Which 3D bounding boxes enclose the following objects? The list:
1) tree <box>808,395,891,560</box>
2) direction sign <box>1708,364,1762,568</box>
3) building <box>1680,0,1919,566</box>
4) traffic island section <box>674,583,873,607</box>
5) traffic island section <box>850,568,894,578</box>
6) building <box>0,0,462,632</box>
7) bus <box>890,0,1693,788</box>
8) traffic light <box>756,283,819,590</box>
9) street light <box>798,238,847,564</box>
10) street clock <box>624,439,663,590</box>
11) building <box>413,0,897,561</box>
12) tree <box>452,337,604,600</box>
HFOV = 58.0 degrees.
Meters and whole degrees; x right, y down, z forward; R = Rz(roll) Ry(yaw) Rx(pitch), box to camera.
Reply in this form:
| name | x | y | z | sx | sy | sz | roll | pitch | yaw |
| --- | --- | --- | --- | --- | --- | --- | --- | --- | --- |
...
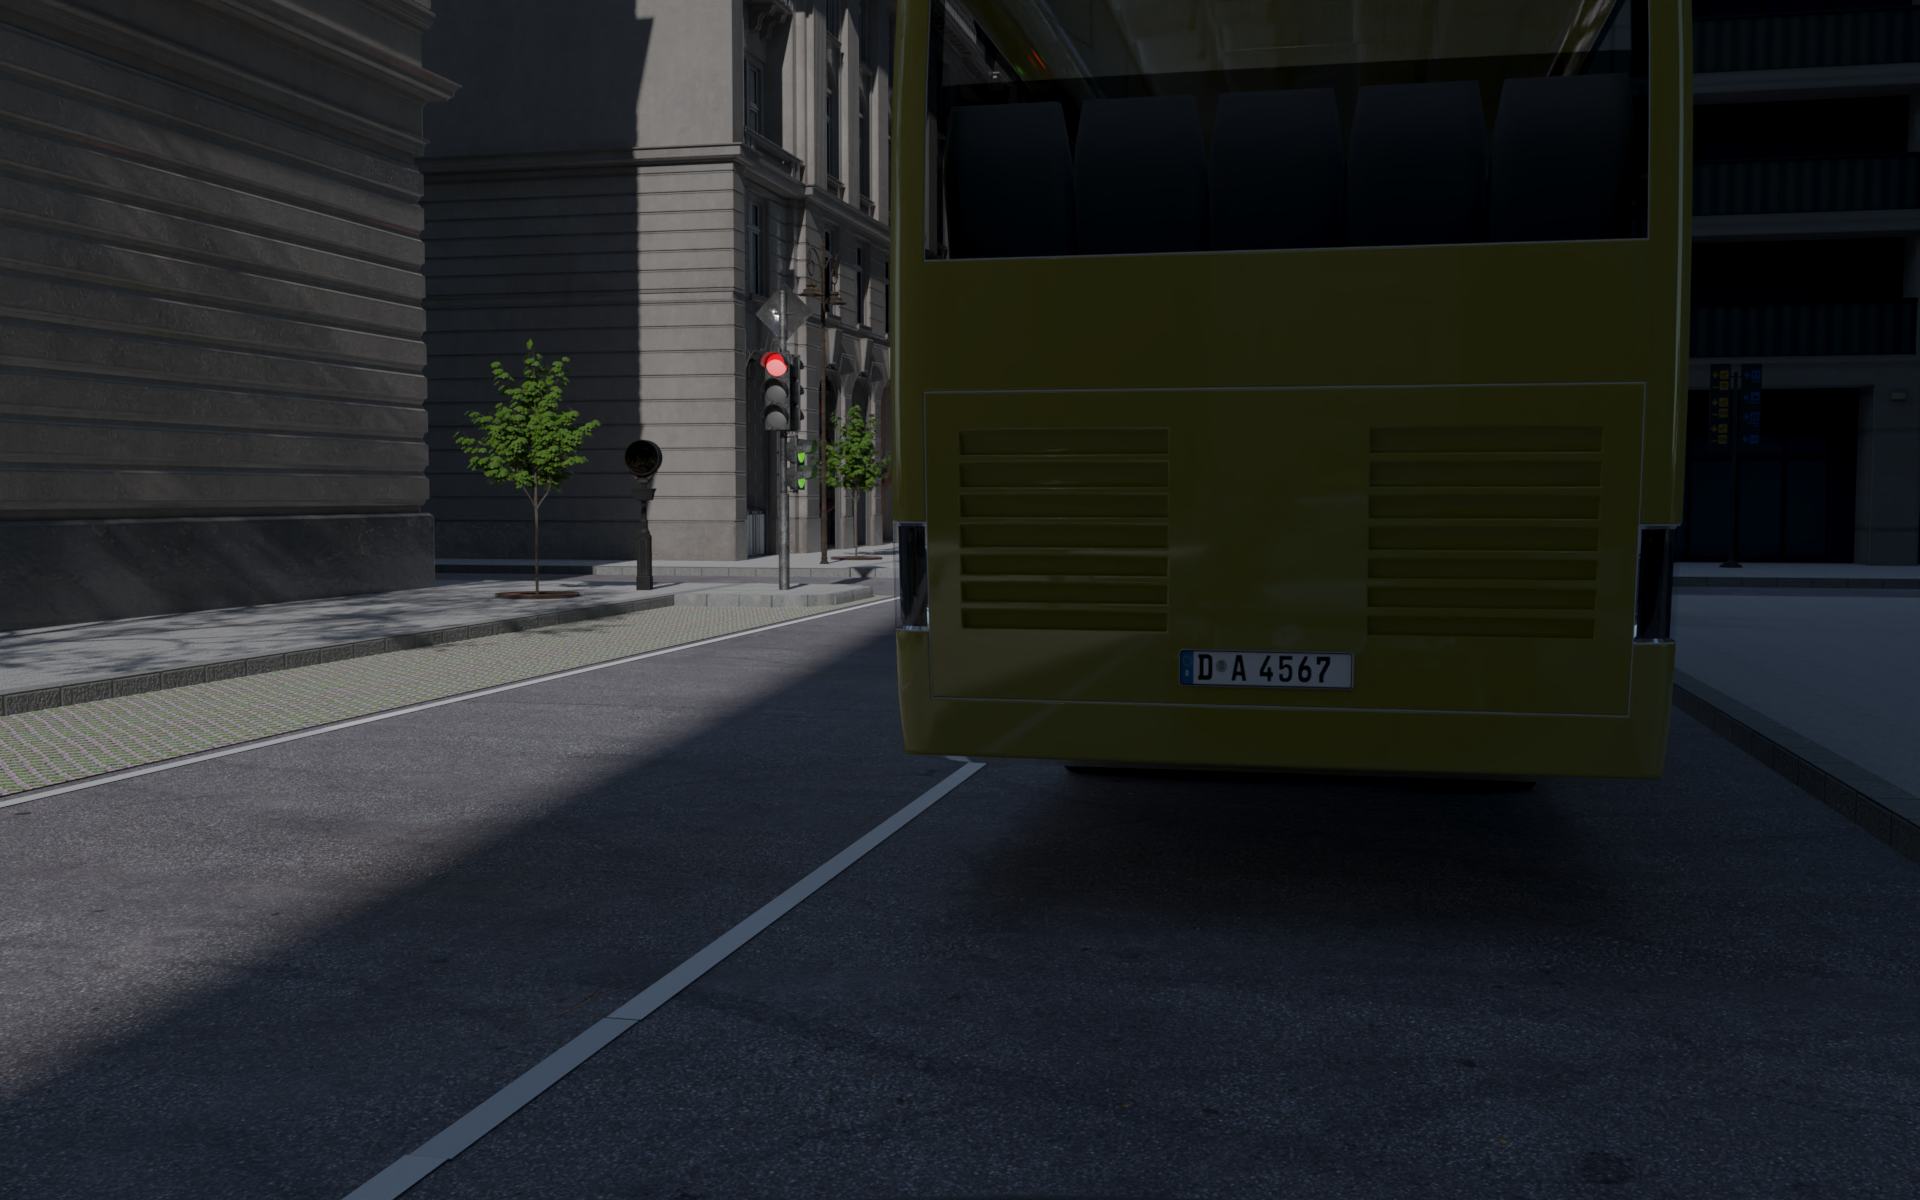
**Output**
| name | x | y | z | sx | sy | sz | roll | pitch | yaw |
| --- | --- | --- | --- | --- | --- | --- | --- | --- | --- |
| tree | -1.945 | -2.411 | 34.016 | 1.663 | 3.219 | 1.824 | 0 | 3 | 0 |
| direction sign | 13.467 | -2.334 | 30.151 | 0.876 | 3.537 | 0.379 | 0 | 4 | 2 |
| building | 23.964 | -36.652 | 37.512 | 20.611 | 71.187 | 20.563 | 1 | 4 | 13 |
| traffic island section | -2.375 | -0.059 | 23.238 | 2.009 | 0.180 | 2.903 | 1 | 4 | 13 |
| traffic island section | -0.618 | -0.535 | 31.028 | 2.009 | 0.180 | 2.903 | 1 | 4 | 13 |
| building | -17.278 | -11.717 | 20.449 | 19.941 | 23.489 | 11.050 | 1 | 4 | 13 |
| bus | 2.316 | -1.215 | 11.418 | 2.896 | 3.916 | 12.252 | 1 | 4 | 13 |
| traffic light | -2.338 | -2.090 | 23.094 | 0.839 | 4.253 | 0.868 | 1 | 4 | 13 |
| street light | -2.487 | -3.595 | 31.564 | 0.468 | 5.910 | 1.993 | 1 | 4 | 13 |
| street clock | -4.217 | -1.134 | 23.108 | 0.471 | 2.002 | 0.358 | 0 | 4 | 3 |
| building | -7.461 | -12.423 | 44.912 | 13.314 | 21.916 | 24.055 | 1 | 4 | 13 |
| tree | -5.307 | -1.652 | 21.606 | 1.663 | 3.219 | 1.824 | 0 | 3 | 0 |
